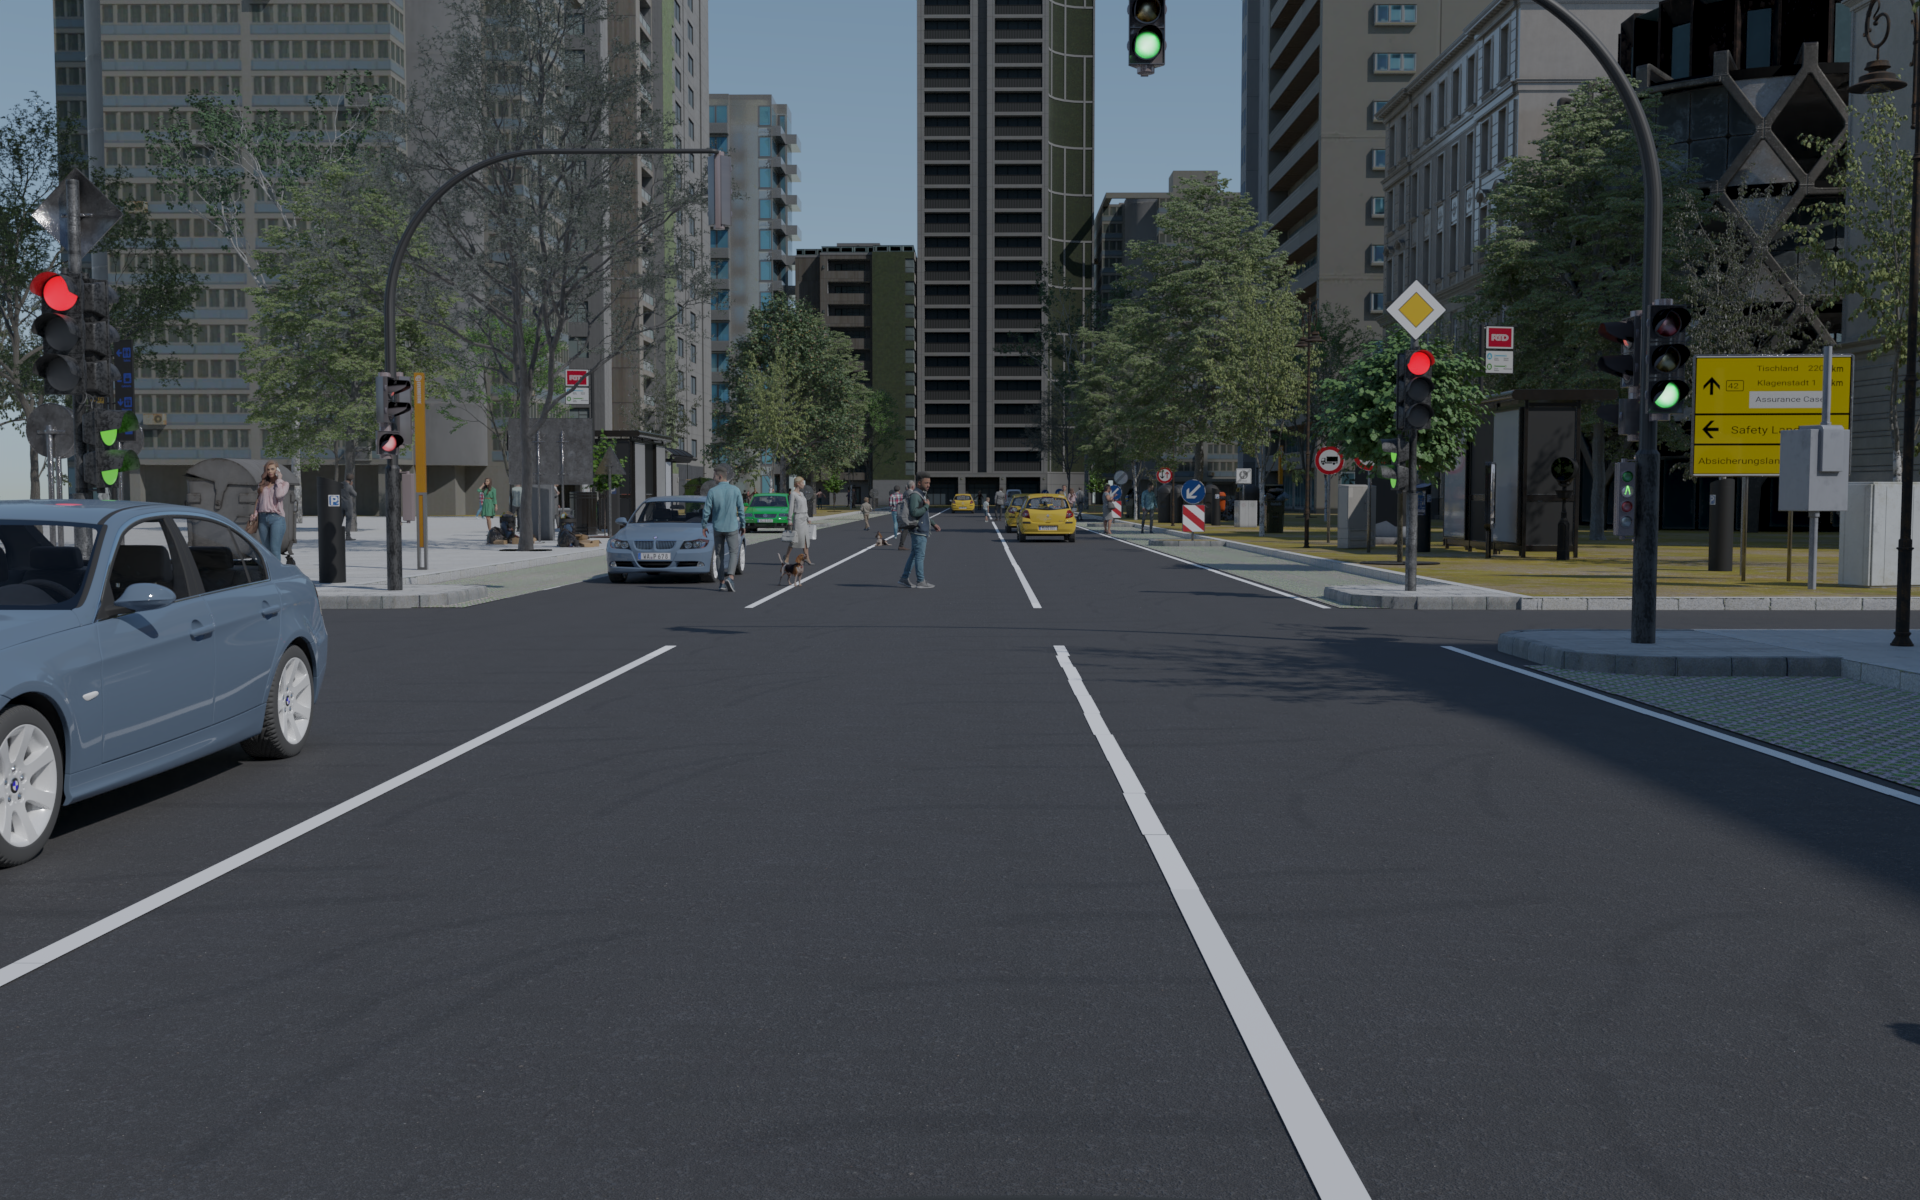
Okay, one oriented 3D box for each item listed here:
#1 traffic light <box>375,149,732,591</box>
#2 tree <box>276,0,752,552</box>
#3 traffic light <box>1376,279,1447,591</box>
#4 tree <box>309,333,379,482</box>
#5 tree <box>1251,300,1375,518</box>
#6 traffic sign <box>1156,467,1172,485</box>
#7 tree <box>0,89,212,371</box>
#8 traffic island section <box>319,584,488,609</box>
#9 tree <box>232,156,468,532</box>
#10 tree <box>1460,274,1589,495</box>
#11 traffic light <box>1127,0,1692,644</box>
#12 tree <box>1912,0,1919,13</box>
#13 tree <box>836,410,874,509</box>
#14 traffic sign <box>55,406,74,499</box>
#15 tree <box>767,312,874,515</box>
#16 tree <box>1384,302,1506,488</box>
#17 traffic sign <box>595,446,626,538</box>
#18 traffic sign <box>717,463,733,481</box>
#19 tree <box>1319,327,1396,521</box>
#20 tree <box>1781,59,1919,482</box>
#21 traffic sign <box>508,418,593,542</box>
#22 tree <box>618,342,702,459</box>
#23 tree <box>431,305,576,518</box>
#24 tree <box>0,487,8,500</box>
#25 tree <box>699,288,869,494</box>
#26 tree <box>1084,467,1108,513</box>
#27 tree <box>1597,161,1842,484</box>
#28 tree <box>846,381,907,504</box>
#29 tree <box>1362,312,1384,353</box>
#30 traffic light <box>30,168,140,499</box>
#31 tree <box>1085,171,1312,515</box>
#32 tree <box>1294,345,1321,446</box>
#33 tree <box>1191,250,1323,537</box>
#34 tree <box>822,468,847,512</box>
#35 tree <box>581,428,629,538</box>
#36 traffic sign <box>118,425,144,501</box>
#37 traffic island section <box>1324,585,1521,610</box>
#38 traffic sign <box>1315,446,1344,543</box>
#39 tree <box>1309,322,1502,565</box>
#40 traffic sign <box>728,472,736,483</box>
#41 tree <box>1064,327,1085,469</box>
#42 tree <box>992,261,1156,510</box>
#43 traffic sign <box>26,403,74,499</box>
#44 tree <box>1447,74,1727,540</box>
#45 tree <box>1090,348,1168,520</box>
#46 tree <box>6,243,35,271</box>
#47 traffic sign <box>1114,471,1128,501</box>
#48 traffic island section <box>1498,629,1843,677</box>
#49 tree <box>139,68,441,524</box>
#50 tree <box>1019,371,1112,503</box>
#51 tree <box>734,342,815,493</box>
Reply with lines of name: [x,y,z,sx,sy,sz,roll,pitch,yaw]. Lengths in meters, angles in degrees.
traffic light: [-5.417,-2.954,22.969,4.771,5.953,1.251,0,4,1]
tree: [-9.604,-7.839,38.538,12.009,13.543,11.850,0,3,0]
traffic light: [5.951,-2.074,22.831,0.839,4.253,0.868,0,4,1]
tree: [-33.448,-9.716,93.268,7.601,10.594,8.767,-1,4,-16]
tree: [18.889,-10.304,94.233,9.928,11.665,9.643,0,3,0]
traffic sign: [9.627,-4.982,81.554,0.768,2.556,0.104,0,4,2]
tree: [-20.895,-6.419,39.361,8.767,10.594,7.601,0,4,6]
traffic island section: [-7.550,-0.050,23.091,2.009,0.180,2.903,0,4,1]
tree: [-20.342,-8.601,58.755,7.486,12.596,7.792,0,3,0]
tree: [18.725,-6.488,56.436,4.360,8.622,3.978,0,3,0]
traffic light: [3.774,-2.450,14.727,4.771,5.953,1.251,0,4,1]
tree: [7.957,-3.646,9.968,4.737,8.622,4.395,0,3,0]
tree: [-9.171,-11.902,144.955,4.360,8.622,3.978,0,3,0]
traffic sign: [-12.990,-1.522,24.983,0.768,2.556,0.104,0,4,3]
tree: [-9.107,-11.652,108.641,7.486,12.596,7.792,0,3,0]
tree: [18.343,-6.953,64.046,4.737,8.622,4.395,0,3,0]
traffic sign: [-9.458,-2.864,46.825,0.884,2.594,0.081,1,4,9]
traffic sign: [-9.665,-4.333,70.943,0.768,2.556,0.104,0,4,8]
tree: [18.472,-7.650,75.441,4.360,8.622,3.978,0,3,0]
tree: [16.467,-4.857,29.767,4.737,8.622,4.395,0,3,0]
traffic sign: [-10.950,-3.209,46.339,2.265,3.308,0.079,0,4,1]
tree: [-14.312,-8.112,83.000,4.360,8.622,3.978,0,3,0]
tree: [-24.308,-10.236,93.113,9.928,11.665,9.643,0,3,0]
tree: [-52.149,-10.752,77.613,13.155,14.587,18.604,-1,4,-9]
tree: [-9.797,-10.984,96.596,9.611,12.733,9.660,0,3,0]
tree: [9.066,-7.544,117.946,1.663,3.219,1.824,0,3,0]
tree: [17.591,-5.454,39.539,4.360,8.622,3.978,0,3,0]
tree: [-8.378,-14.259,158.887,9.928,11.665,9.643,0,3,0]
tree: [18.120,-7.326,70.149,4.737,8.622,4.395,0,3,0]
traffic light: [-7.594,-1.593,14.972,0.839,4.253,0.868,0,4,1]
tree: [8.927,-8.765,61.442,7.486,12.596,7.792,0,3,0]
tree: [17.427,-8.014,81.389,4.360,8.622,3.978,0,3,0]
tree: [9.050,-6.207,51.854,4.737,8.622,4.395,0,3,0]
tree: [-9.133,-7.979,125.056,1.663,3.219,1.824,0,3,0]
tree: [-10.522,-3.424,50.581,1.663,3.219,1.824,0,3,0]
traffic sign: [-13.461,-1.692,27.772,0.768,2.556,0.104,0,4,1]
traffic island section: [5.991,-0.041,22.944,2.009,0.180,2.903,0,4,1]
traffic sign: [9.731,-2.787,45.674,0.768,2.556,0.104,0,4,8]
tree: [8.164,-2.933,31.669,4.285,4.588,4.351,0,3,0]
traffic sign: [-10.980,-5.025,81.888,0.795,2.593,0.064,0,4,8]
tree: [9.803,-11.321,103.226,7.486,12.596,7.792,0,3,0]
tree: [8.999,-17.508,142.151,12.611,20.169,13.585,0,3,0]
traffic sign: [-12.693,-1.473,24.197,0.768,2.556,0.104,0,4,7]
tree: [17.324,-7.931,47.802,7.486,12.596,7.792,0,3,0]
tree: [8.593,-8.253,85.300,4.360,8.622,3.978,0,3,0]
tree: [-26.399,-5.902,46.868,4.360,8.622,3.978,0,3,0]
traffic sign: [8.731,-5.743,94.006,0.768,2.556,0.104,1,4,9]
traffic island section: [5.906,0.448,14.959,2.009,0.180,2.903,0,4,1]
tree: [-27.484,-13.424,75.371,12.611,20.169,13.585,0,3,0]
tree: [10.659,-15.885,170.089,12.009,13.543,11.850,0,3,0]
tree: [-9.208,-8.214,84.658,4.737,8.622,4.395,0,3,0]
